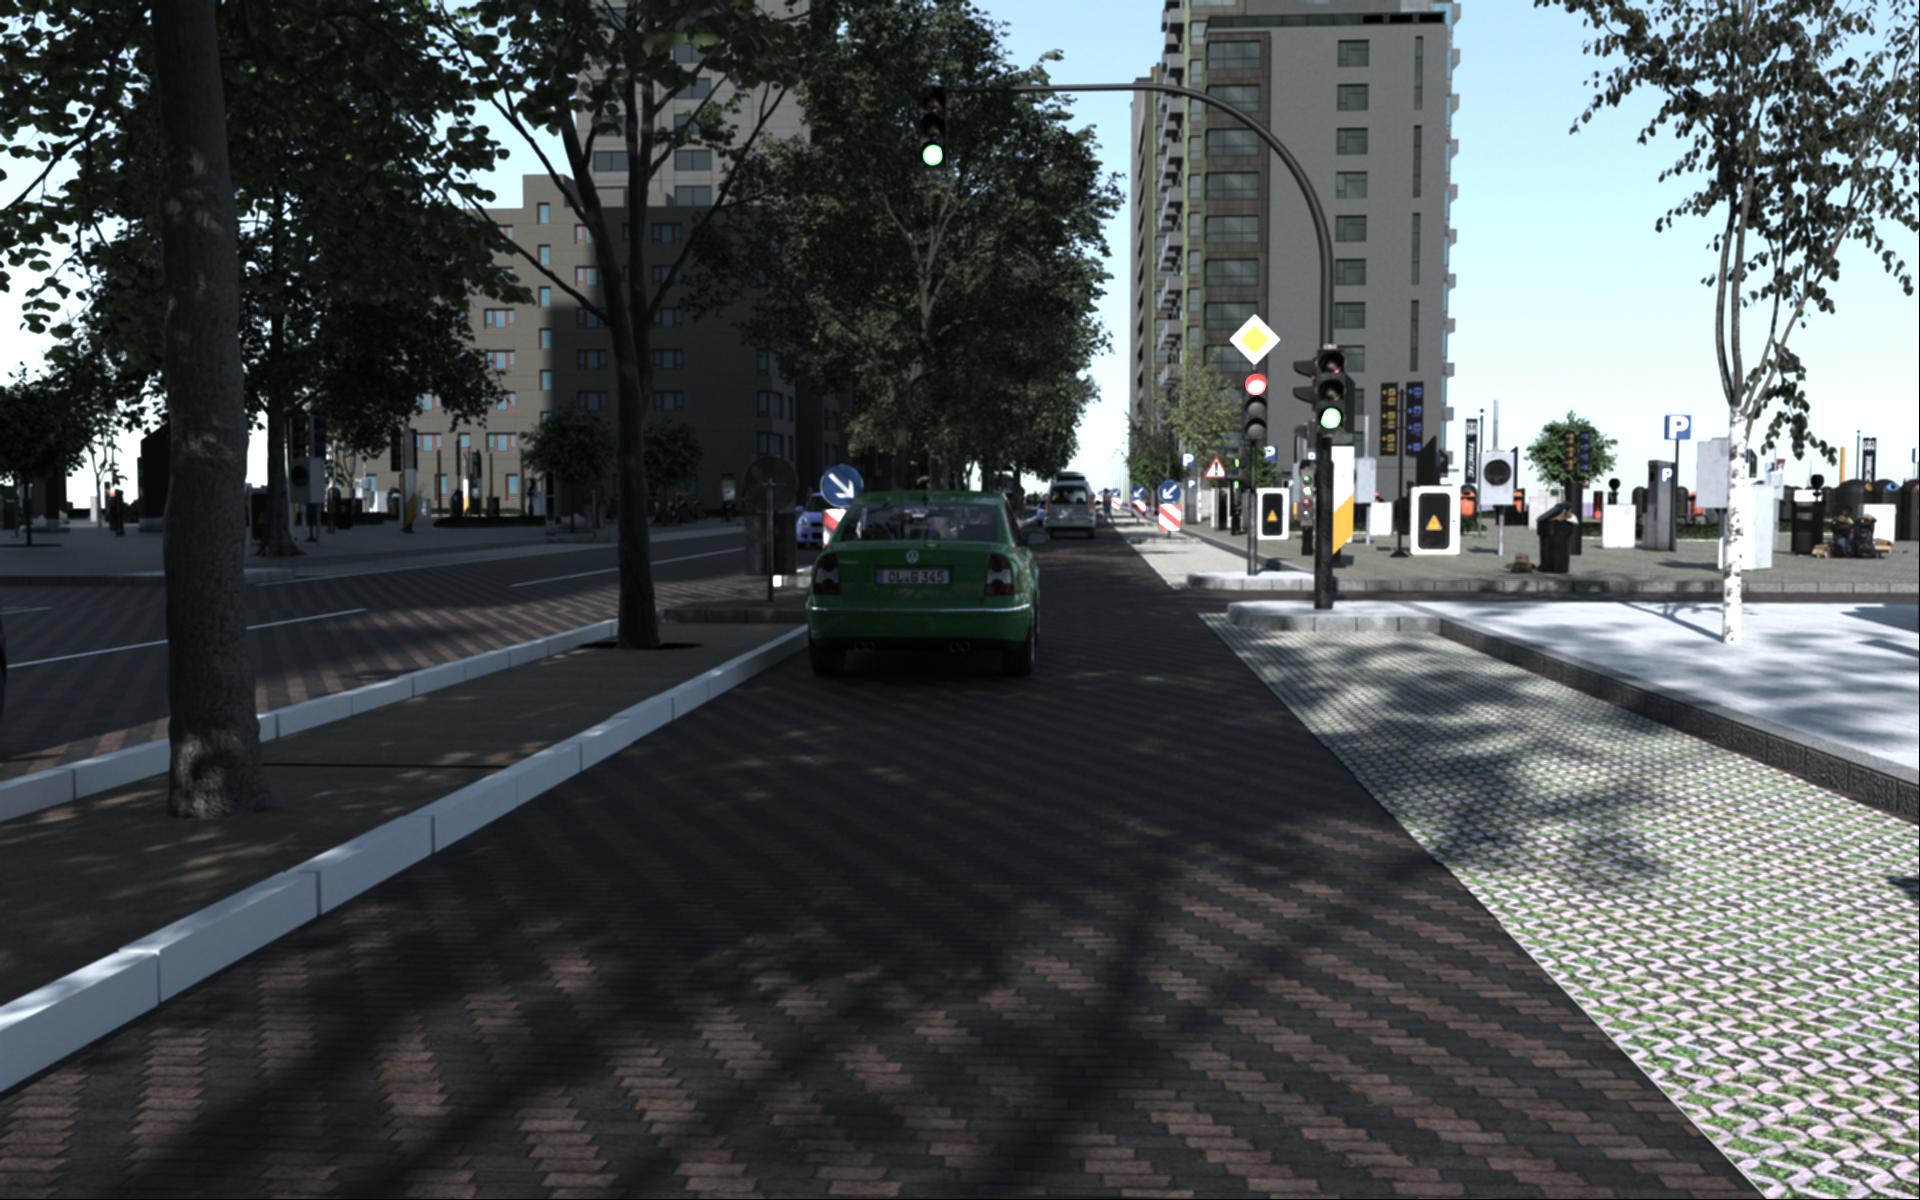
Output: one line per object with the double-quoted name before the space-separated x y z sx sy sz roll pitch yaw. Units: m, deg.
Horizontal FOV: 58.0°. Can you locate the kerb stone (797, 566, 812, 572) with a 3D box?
"kerb stone" -2.671 -0.453 29.603 0.120 0.150 1.000 0 4 4

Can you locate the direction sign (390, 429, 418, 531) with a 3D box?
"direction sign" -19.234 -4.157 59.967 0.876 3.537 0.379 -1 4 -19

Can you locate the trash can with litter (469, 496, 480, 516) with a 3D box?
"trash can with litter" -23.092 -4.299 81.344 2.233 1.210 1.678 1 4 14

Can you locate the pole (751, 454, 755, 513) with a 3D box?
"pole" -10.470 -5.736 87.621 0.158 3.312 0.155 0 3 0

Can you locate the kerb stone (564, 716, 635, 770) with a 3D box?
"kerb stone" -1.980 0.785 9.456 0.120 0.150 1.000 0 4 4

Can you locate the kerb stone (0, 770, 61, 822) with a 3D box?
"kerb stone" -4.223 0.895 7.563 0.120 0.150 1.000 0 4 4

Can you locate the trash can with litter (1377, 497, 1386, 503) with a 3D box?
"trash can with litter" 14.874 -2.961 59.800 1.055 1.170 0.624 0 4 7

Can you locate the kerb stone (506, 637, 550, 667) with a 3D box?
"kerb stone" -3.718 0.457 14.725 0.120 0.150 1.000 0 4 4

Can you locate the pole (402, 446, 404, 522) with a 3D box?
"pole" -23.116 -4.793 72.204 0.158 3.312 0.155 0 3 0

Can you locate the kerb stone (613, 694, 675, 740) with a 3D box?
"kerb stone" -1.919 0.717 10.477 0.120 0.150 1.000 0 4 4

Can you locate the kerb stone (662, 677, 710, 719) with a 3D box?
"kerb stone" -1.841 0.658 11.499 0.120 0.150 1.000 0 4 4

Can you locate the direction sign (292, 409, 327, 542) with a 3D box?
"direction sign" -17.480 -3.338 46.579 0.876 3.537 0.379 -3 4 -36

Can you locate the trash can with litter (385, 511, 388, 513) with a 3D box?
"trash can with litter" -31.500 -5.174 95.986 1.055 1.170 0.624 -3 5 -39

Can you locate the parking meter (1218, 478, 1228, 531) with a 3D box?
"parking meter" 9.262 -3.384 61.042 0.255 1.863 0.399 0 4 -5

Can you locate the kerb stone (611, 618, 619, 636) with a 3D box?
"kerb stone" -3.499 0.269 17.806 0.120 0.150 1.000 0 4 4

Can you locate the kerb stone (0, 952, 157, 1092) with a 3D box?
"kerb stone" -2.343 1.094 4.358 0.120 0.150 1.000 0 4 4

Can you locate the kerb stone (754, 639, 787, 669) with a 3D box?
"kerb stone" -1.623 0.470 14.563 0.120 0.150 1.000 0 4 4

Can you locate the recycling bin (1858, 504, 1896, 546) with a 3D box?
"recycling bin" 22.837 -1.873 43.173 0.722 1.027 0.722 1 4 17

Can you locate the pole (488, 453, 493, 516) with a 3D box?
"pole" -23.433 -5.667 86.506 0.158 3.312 0.155 0 3 0

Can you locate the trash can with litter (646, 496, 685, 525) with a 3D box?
"trash can with litter" -12.565 -3.743 72.248 2.233 1.210 1.678 -1 4 -16

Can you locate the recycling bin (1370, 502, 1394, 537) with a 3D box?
"recycling bin" 12.713 -2.435 52.371 0.722 1.027 0.722 1 4 20

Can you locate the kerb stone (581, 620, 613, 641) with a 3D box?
"kerb stone" -3.583 0.334 16.781 0.120 0.150 1.000 0 4 4

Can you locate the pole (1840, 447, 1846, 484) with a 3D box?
"pole" 37.993 -4.940 74.609 0.158 3.312 0.155 0 3 0

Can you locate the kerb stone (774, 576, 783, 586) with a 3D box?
"kerb stone" -2.822 -0.328 27.559 0.120 0.150 1.000 0 4 4

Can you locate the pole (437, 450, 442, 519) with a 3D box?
"pole" -24.090 -5.280 80.164 0.158 3.312 0.155 0 3 0

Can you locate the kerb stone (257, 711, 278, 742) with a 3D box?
"kerb stone" -4.088 0.770 9.606 0.120 0.150 1.000 0 4 4

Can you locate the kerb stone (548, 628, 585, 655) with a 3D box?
"kerb stone" -3.641 0.394 15.756 0.120 0.150 1.000 0 4 4

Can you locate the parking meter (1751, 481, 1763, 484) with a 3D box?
"parking meter" 14.934 -1.486 32.706 0.372 1.533 0.369 0 3 0

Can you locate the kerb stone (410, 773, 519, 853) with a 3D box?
"kerb stone" -2.121 0.906 7.417 0.120 0.150 1.000 0 4 4

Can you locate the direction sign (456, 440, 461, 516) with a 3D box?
"direction sign" -21.162 -4.962 73.121 0.379 3.537 0.876 -2 4 -25

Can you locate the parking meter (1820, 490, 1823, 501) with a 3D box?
"parking meter" 44.131 -4.933 89.066 0.372 1.533 0.369 0 3 0

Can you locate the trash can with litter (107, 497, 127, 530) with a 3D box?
"trash can with litter" -30.174 -3.097 62.023 0.624 1.170 1.055 -2 4 -26

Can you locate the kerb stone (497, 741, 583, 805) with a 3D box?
"kerb stone" -2.054 0.847 8.437 0.120 0.150 1.000 0 4 4

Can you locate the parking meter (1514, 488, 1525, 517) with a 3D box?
"parking meter" 23.738 -3.975 73.406 0.372 1.533 0.369 0 3 0

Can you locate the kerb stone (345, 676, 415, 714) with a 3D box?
"kerb stone" -3.938 0.654 11.652 0.120 0.150 1.000 0 4 4

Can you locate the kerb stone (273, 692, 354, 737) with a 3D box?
"kerb stone" -4.005 0.713 10.631 0.120 0.150 1.000 0 4 4

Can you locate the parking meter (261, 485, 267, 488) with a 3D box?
"parking meter" -42.204 -6.080 105.113 0.399 1.863 0.255 -1 4 -21

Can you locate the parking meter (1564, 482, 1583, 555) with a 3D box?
"parking meter" 12.917 -1.718 36.498 0.372 1.533 0.369 0 3 0

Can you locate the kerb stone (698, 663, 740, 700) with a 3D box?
"kerb stone" -1.768 0.596 12.519 0.120 0.150 1.000 0 4 4

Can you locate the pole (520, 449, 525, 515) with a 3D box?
"pole" -19.871 -5.186 78.633 0.158 3.312 0.155 0 3 0

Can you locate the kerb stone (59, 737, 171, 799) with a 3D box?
"kerb stone" -4.150 0.832 8.585 0.120 0.150 1.000 0 4 4

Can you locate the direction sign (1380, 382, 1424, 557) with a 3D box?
"direction sign" 8.948 -2.640 35.157 0.876 3.537 0.379 2 4 34

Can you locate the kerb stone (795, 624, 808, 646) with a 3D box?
"kerb stone" -1.485 0.340 16.628 0.120 0.150 1.000 0 4 4

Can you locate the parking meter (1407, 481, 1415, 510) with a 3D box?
"parking meter" 19.753 -4.295 75.936 0.255 1.863 0.399 0 4 -4

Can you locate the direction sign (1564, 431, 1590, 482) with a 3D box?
"direction sign" 22.012 -4.273 61.861 0.876 3.537 0.379 0 3 0

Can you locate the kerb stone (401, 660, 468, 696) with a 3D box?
"kerb stone" -3.863 0.582 12.685 0.120 0.150 1.000 0 4 4

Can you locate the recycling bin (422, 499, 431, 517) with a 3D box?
"recycling bin" -29.996 -5.142 96.632 0.722 1.027 0.722 1 4 10

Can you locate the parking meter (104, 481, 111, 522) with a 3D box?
"parking meter" -39.053 -4.505 79.366 0.255 1.863 0.399 -2 4 -26

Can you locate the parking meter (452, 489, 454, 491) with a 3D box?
"parking meter" -26.402 -5.038 90.779 0.372 1.533 0.369 0 3 0

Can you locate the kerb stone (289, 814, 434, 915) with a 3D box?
"kerb stone" -2.199 0.966 6.397 0.120 0.150 1.000 0 4 4

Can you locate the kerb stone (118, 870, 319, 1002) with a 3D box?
"kerb stone" -2.277 1.029 5.378 0.120 0.150 1.000 0 4 4

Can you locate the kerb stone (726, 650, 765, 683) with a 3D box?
"kerb stone" -1.700 0.529 13.540 0.120 0.150 1.000 0 4 4

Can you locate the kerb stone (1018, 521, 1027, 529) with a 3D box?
"kerb stone" 2.807 -3.383 77.506 0.120 0.150 1.000 0 4 4

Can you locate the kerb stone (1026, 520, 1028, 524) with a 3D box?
"kerb stone" 2.872 -3.446 78.530 0.120 0.150 1.000 0 4 4

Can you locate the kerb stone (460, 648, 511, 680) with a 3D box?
"kerb stone" -3.794 0.519 13.705 0.120 0.150 1.000 0 4 4

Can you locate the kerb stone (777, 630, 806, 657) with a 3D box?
"kerb stone" -1.552 0.406 15.592 0.120 0.150 1.000 0 4 4

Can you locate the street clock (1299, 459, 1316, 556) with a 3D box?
"street clock" 7.254 -1.929 36.107 0.358 2.002 0.471 2 4 33

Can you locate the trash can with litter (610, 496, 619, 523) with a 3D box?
"trash can with litter" -15.665 -4.014 76.688 2.233 1.210 1.678 -3 5 -40

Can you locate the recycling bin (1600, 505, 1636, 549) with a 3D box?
"recycling bin" 15.464 -1.722 40.706 0.722 1.027 0.722 1 4 17
